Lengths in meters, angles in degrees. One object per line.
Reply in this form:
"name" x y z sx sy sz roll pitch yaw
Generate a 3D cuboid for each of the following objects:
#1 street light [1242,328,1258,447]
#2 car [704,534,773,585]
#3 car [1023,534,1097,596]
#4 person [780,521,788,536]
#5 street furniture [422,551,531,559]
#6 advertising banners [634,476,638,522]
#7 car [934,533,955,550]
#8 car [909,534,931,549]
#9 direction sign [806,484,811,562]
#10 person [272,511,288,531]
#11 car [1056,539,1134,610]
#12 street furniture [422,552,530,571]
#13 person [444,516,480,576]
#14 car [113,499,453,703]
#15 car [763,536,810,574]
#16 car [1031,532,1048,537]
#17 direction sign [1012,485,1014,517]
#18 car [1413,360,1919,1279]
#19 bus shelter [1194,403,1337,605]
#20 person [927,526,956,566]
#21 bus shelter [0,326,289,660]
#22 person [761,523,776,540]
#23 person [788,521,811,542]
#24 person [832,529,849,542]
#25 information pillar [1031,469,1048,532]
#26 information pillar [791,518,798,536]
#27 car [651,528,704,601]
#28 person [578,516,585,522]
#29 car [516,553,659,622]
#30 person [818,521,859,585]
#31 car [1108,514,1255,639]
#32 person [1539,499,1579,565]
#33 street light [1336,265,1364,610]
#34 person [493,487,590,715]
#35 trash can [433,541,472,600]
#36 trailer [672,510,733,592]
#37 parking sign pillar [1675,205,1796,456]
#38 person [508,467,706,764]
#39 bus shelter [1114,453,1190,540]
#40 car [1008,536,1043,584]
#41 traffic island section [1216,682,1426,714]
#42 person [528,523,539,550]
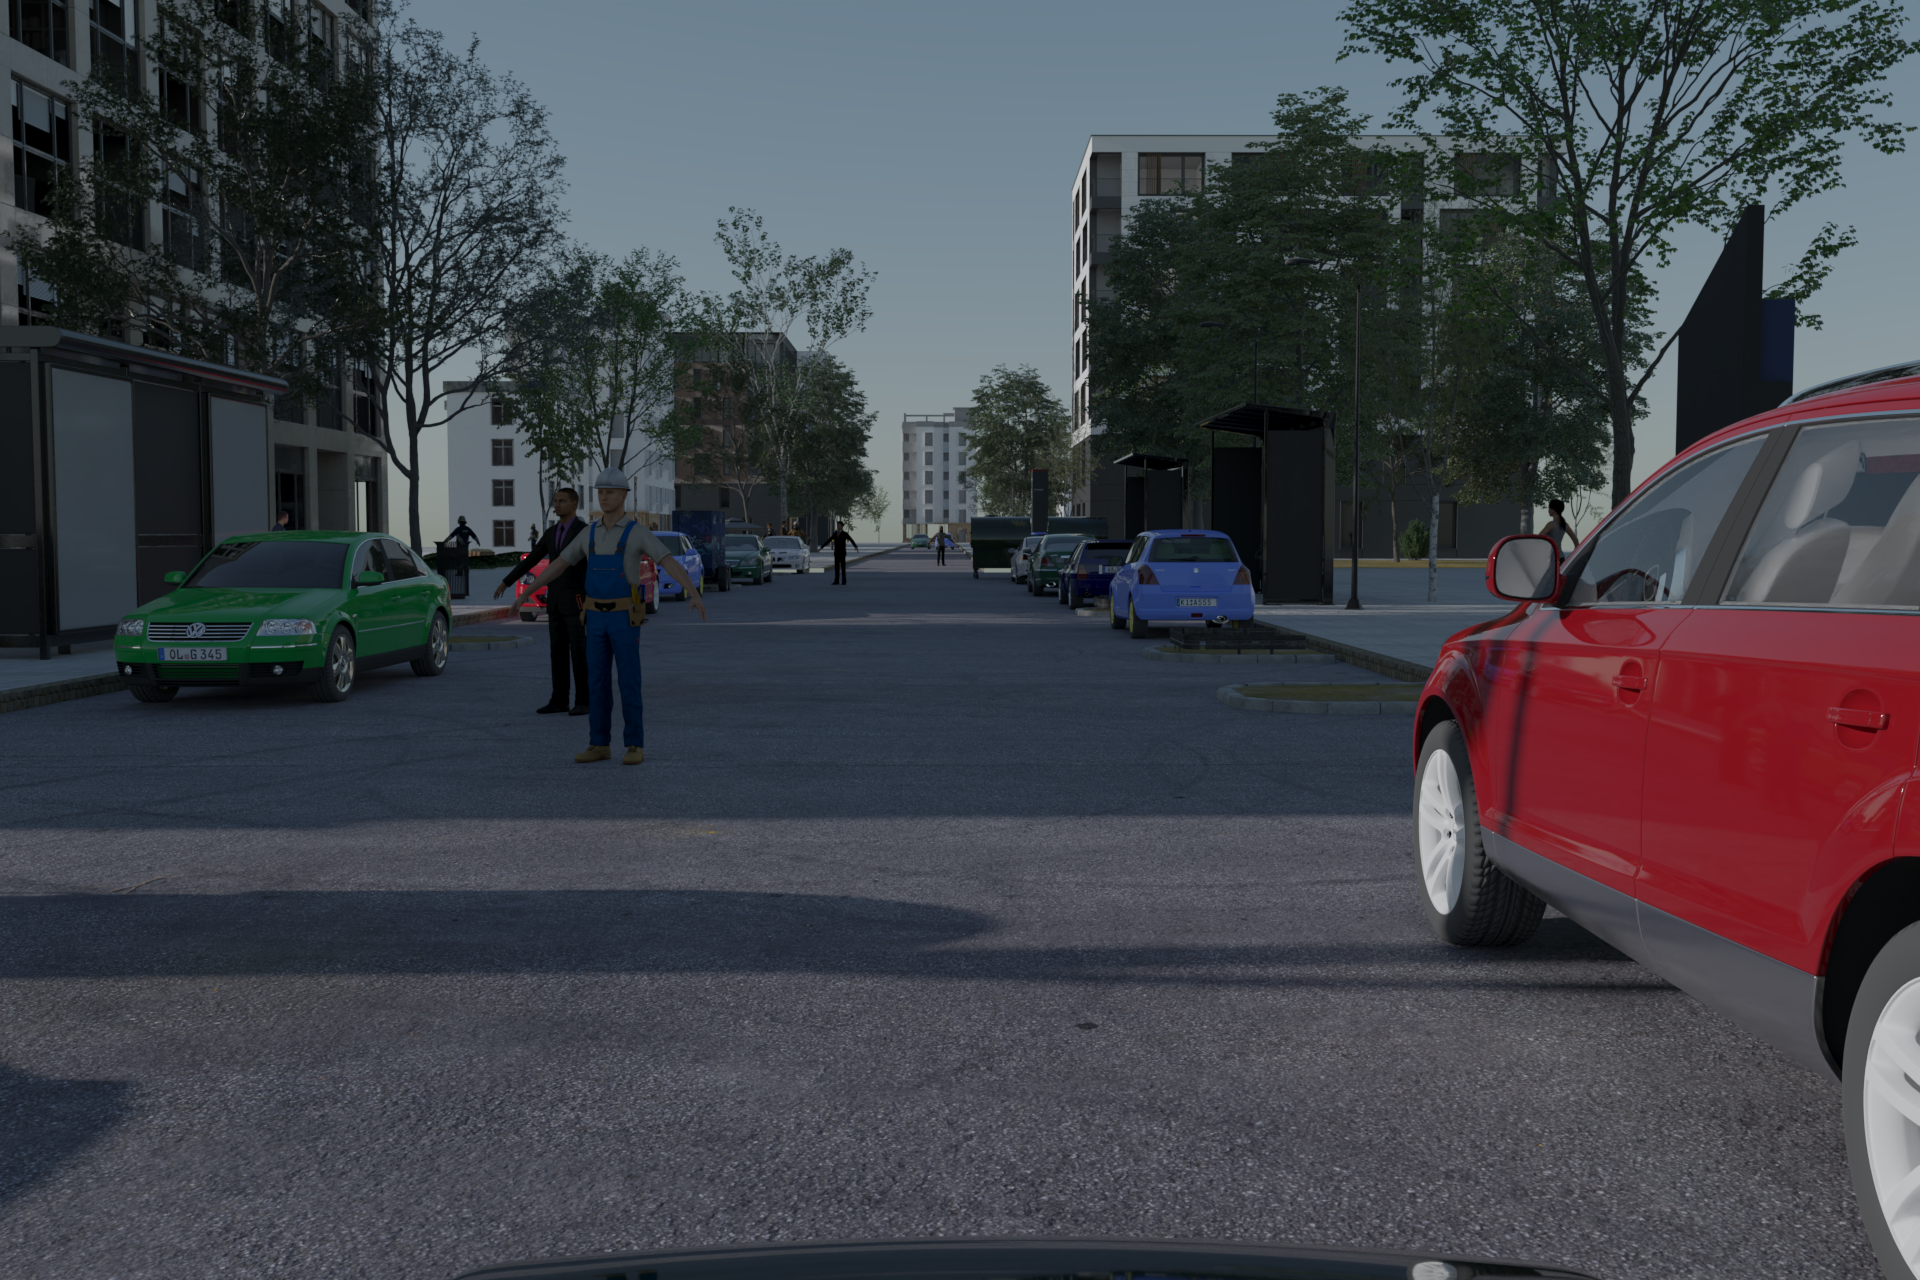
"street light" 7.026 -4.007 38.050 1.470 5.913 1.316 0 4 0
"car" -6.479 -2.344 50.124 2.131 1.459 4.920 0 4 -1
"car" 2.580 -1.803 41.270 2.131 1.459 4.920 0 4 0
"person" -6.927 -3.821 68.615 0.704 1.812 1.346 0 4 -1
"street furniture" -19.909 -4.012 81.221 10.072 0.657 5.734 2 4 25
"advertising banners" -9.834 -3.405 51.866 0.090 3.025 2.074 0 4 0
"car" -1.393 -9.022 157.098 1.945 1.707 3.694 0 4 -2
"car" -3.681 -9.257 163.143 2.131 1.459 4.920 0 3 0
"direction sign" -6.933 -5.300 78.647 0.379 3.537 0.876 0 3 0
"person" -12.603 -1.542 32.169 0.530 1.710 0.541 0 4 5
"car" 2.903 -1.321 34.186 1.945 1.354 3.894 0 4 -1
"street furniture" -17.270 -3.049 65.472 5.734 0.657 10.072 0 4 1
"person" -15.242 -2.883 53.001 0.704 1.845 1.351 3 5 42
"car" -6.134 -0.449 16.139 1.959 1.807 4.718 0 3 0
"car" -6.560 -3.149 63.847 2.083 1.381 4.827 0 4 -1
"car" 2.743 -3.041 59.311 1.945 1.707 3.694 0 4 -1
"direction sign" 2.483 -5.453 81.151 0.379 3.537 0.876 0 4 -2
"car" 2.687 0.259 4.432 2.281 1.827 5.304 0 3 0
"bus shelter" 5.923 -2.623 34.163 1.731 3.624 6.357 0 4 -1
"person" -0.843 -4.241 77.922 1.348 1.813 0.705 -1 4 -19
"bus shelter" -10.095 -2.526 18.929 2.179 5.291 8.768 0 4 0
"person" -9.458 -4.892 85.914 0.705 1.837 1.347 -3 5 -42
"person" -7.212 -4.317 76.350 1.354 1.858 0.705 0 4 2
"person" -5.869 -4.796 84.377 0.705 1.833 1.349 2 4 31
"information pillar" 3.191 -4.891 69.353 0.750 3.857 0.750 0 4 -1
"information pillar" -7.378 -4.445 77.171 0.304 2.012 0.304 0 4 1
"car" -6.670 -1.736 37.977 1.945 1.707 3.694 0 4 -1
"person" -7.201 -1.475 33.043 1.216 1.772 0.721 -3 4 -38
"car" -6.325 -1.263 29.694 2.155 1.783 4.494 0 4 -1
"person" -3.398 -2.458 48.834 1.347 1.806 0.705 2 4 28
"car" 3.140 -0.944 25.033 1.945 1.707 3.694 0 4 -1
"person" 7.685 -0.966 22.598 1.217 1.737 0.721 -2 4 -31
"street light" 7.249 -3.470 29.283 1.470 5.913 1.316 0 4 -1
"person" -3.138 -0.313 13.795 1.346 1.802 0.704 2 4 28
"trash can" -9.986 -1.373 34.108 0.748 1.137 0.748 0 3 0
"trailer" -6.485 -2.174 42.592 1.471 1.999 3.904 0 4 -1
"parking sign pillar" 6.635 -1.618 14.919 1.447 3.967 1.447 0 4 0
"person" -2.183 -0.156 10.861 1.347 1.847 0.705 1 4 16
"bus shelter" 5.864 -3.794 53.319 1.731 3.624 6.357 0 3 0
"car" 2.484 -2.346 50.717 2.083 1.381 4.827 0 4 -1
"traffic island section" 3.235 0.494 14.783 1.991 0.108 1.994 0 4 0
"person" -22.846 -5.314 92.662 0.705 1.856 1.354 0 4 0
